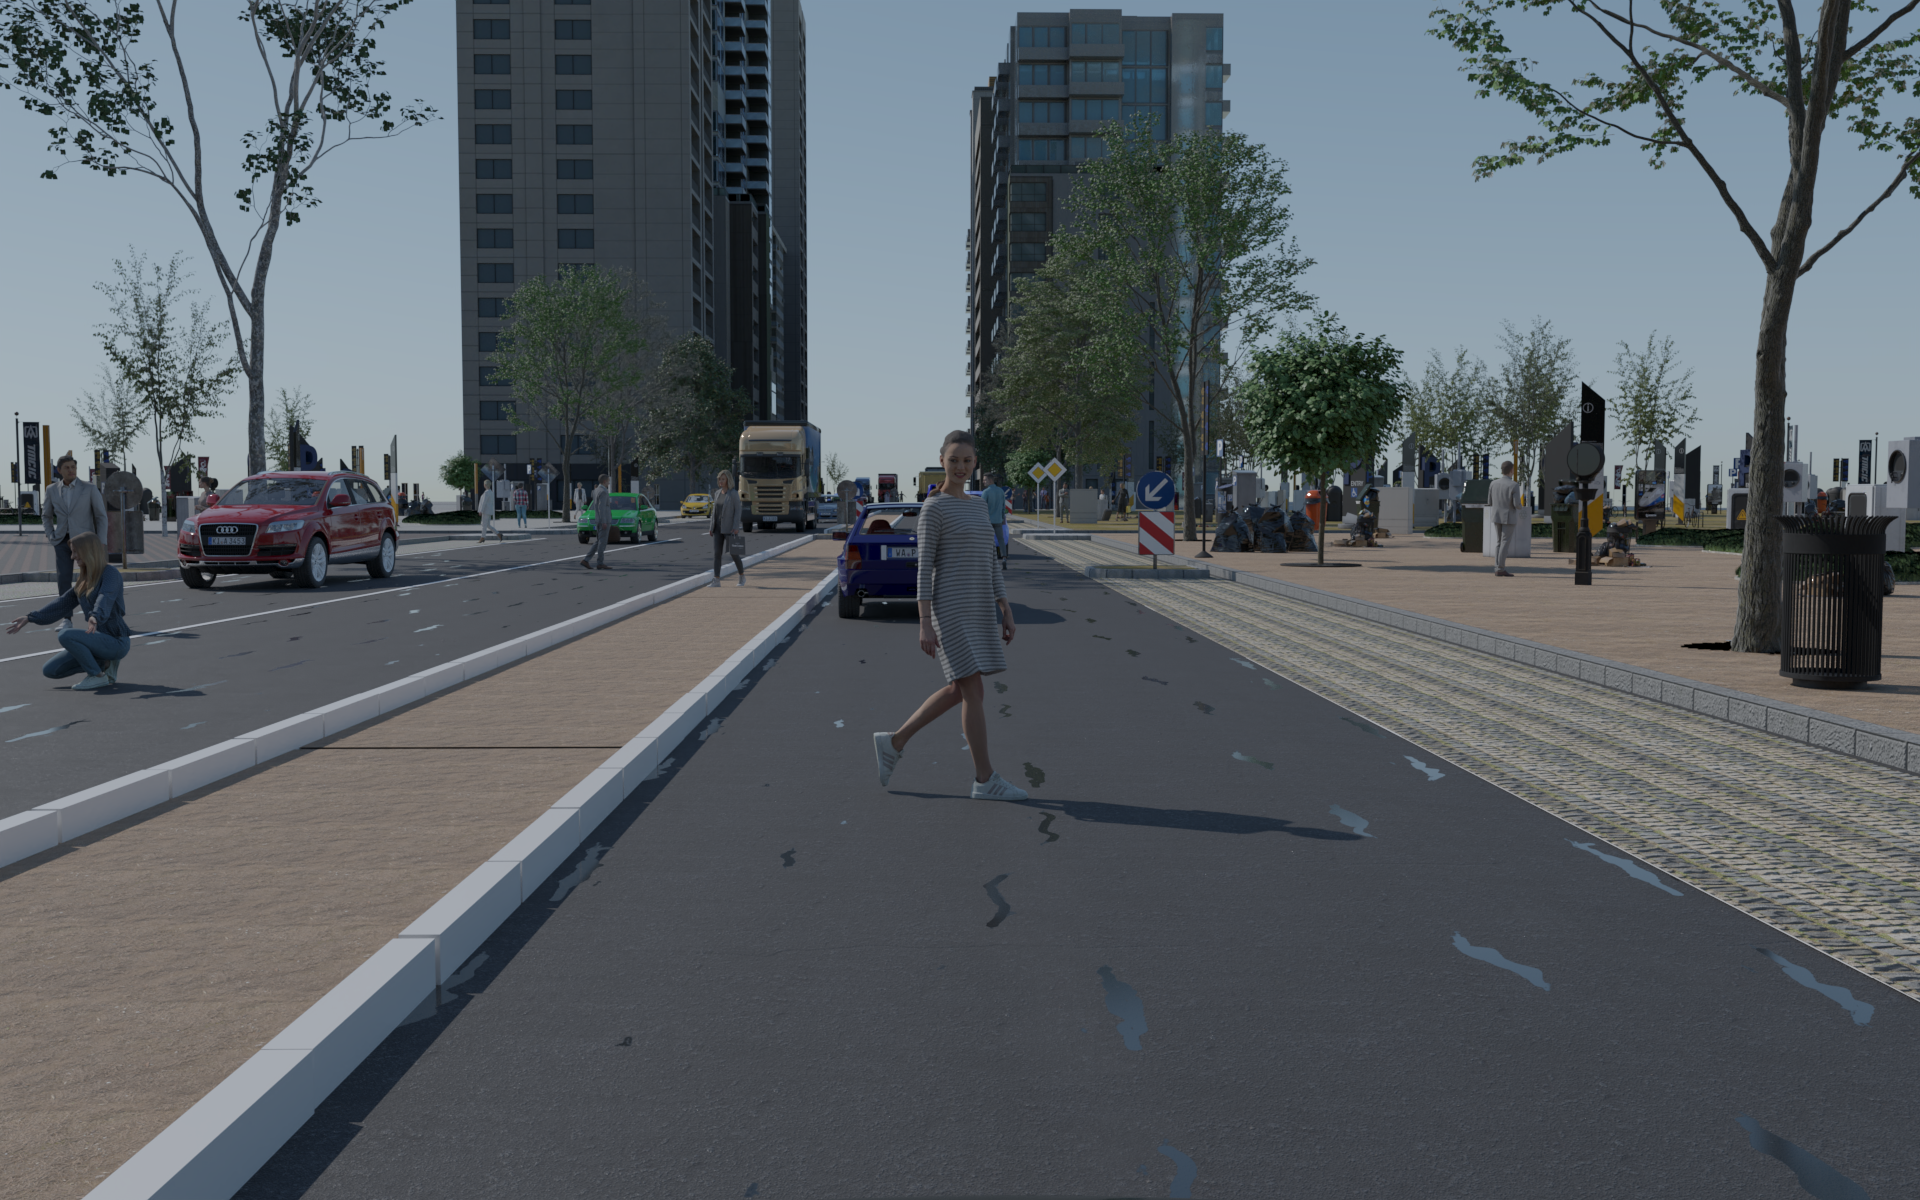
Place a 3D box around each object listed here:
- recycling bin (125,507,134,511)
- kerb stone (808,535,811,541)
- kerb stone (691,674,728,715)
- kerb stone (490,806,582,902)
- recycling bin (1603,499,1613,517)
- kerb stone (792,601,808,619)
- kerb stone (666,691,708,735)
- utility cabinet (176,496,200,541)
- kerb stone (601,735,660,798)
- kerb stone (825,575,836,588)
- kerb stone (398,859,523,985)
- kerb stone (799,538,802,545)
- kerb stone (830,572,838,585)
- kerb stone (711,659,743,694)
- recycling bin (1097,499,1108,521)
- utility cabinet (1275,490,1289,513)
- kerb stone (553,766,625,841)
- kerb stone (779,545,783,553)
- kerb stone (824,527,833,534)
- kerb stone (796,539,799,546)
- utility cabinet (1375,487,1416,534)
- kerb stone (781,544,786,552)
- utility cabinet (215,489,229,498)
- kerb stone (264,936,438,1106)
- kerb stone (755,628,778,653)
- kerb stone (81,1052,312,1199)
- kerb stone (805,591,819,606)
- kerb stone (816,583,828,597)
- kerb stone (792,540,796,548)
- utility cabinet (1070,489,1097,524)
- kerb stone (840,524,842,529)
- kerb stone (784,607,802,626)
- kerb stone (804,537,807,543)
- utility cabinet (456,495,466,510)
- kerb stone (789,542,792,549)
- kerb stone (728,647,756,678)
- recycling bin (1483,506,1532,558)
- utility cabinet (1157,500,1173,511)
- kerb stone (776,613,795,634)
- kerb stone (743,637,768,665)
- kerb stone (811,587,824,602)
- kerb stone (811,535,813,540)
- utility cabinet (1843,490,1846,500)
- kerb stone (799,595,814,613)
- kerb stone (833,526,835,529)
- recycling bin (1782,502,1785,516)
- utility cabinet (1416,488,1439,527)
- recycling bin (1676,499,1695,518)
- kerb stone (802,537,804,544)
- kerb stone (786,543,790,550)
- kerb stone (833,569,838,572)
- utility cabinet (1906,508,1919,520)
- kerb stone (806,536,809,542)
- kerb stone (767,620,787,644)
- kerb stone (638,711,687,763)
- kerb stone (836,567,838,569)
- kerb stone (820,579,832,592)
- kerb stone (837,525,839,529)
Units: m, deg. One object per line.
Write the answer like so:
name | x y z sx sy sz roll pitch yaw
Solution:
recycling bin | -40.992 -4.419 84.809 0.722 1.027 0.722 2 4 28
kerb stone | -4.596 -1.800 51.622 0.120 0.150 1.000 0 4 -1
kerb stone | -1.702 0.642 11.693 0.120 0.150 1.000 0 4 -1
kerb stone | -1.604 0.957 6.569 0.120 0.150 1.000 0 4 -1
recycling bin | 36.308 -5.207 97.687 0.722 1.027 0.722 0 4 -5
kerb stone | -1.870 0.148 19.910 0.120 0.150 1.000 0 4 -1
kerb stone | -1.690 0.705 10.667 0.120 0.150 1.000 0 4 -1
utility cabinet | -20.987 -2.232 47.654 1.020 1.237 0.306 -1 4 -22
kerb stone | -1.646 0.830 8.622 0.120 0.150 1.000 0 4 -1
kerb stone | -1.991 -0.234 26.053 0.120 0.150 1.000 0 4 -1
kerb stone | -1.585 1.018 5.546 0.120 0.150 1.000 0 4 -1
kerb stone | -4.514 -1.545 47.516 0.120 0.150 1.000 0 4 -1
kerb stone | -2.009 -0.298 27.075 0.120 0.150 1.000 0 4 -1
kerb stone | -1.725 0.579 12.733 0.120 0.150 1.000 0 4 -1
recycling bin | 6.598 -4.307 82.972 0.722 1.027 0.722 -2 4 -28
utility cabinet | 22.869 -7.023 123.504 1.173 1.500 0.318 -1 4 -13
kerb stone | -1.627 0.893 7.598 0.120 0.150 1.000 0 4 -1
kerb stone | -4.389 -1.163 41.368 0.120 0.150 1.000 0 4 -1
kerb stone | -4.827 -2.528 63.534 0.120 0.150 1.000 0 4 -1
kerb stone | -4.492 -1.482 46.494 0.120 0.150 1.000 0 4 -1
utility cabinet | 13.786 -2.833 55.000 1.173 1.500 0.318 3 5 44
kerb stone | -4.412 -1.235 42.390 0.120 0.150 1.000 0 4 -1
utility cabinet | -30.714 -3.925 72.857 0.318 1.500 1.173 2 4 26
kerb stone | -1.572 1.087 4.524 0.120 0.150 1.000 0 4 -1
kerb stone | -1.789 0.390 15.820 0.120 0.150 1.000 0 4 -1
kerb stone | -1.544 1.143 3.502 0.120 0.150 1.000 0 4 -1
kerb stone | -1.914 0.015 21.953 0.120 0.150 1.000 0 4 -1
kerb stone | -1.949 -0.101 24.004 0.120 0.150 1.000 0 4 -1
kerb stone | -4.472 -1.423 45.463 0.120 0.150 1.000 0 4 -1
utility cabinet | 5.295 -4.007 74.190 1.173 1.500 0.318 0 4 3
kerb stone | -4.953 -2.904 69.673 0.120 0.150 1.000 0 4 -1
kerb stone | -1.849 0.208 18.888 0.120 0.150 1.000 0 4 -1
kerb stone | -4.556 -1.670 49.568 0.120 0.150 1.000 0 4 -1
utility cabinet | -38.180 -7.423 132.529 0.306 1.237 1.020 -3 5 -45
kerb stone | -4.462 -1.360 44.434 0.120 0.150 1.000 0 4 -1
kerb stone | -1.752 0.516 13.761 0.120 0.150 1.000 0 4 -1
recycling bin | 11.101 -1.382 35.143 0.722 1.027 0.722 -1 4 -9
utility cabinet | 7.596 -3.398 64.236 0.318 1.500 1.173 -1 4 -9
kerb stone | -1.828 0.270 17.865 0.120 0.150 1.000 0 4 -1
kerb stone | -1.769 0.453 14.791 0.120 0.150 1.000 0 4 -1
kerb stone | -1.924 -0.040 22.982 0.120 0.150 1.000 0 4 -1
kerb stone | -4.611 -1.863 52.650 0.120 0.150 1.000 0 4 -1
utility cabinet | 45.032 -4.804 87.222 1.173 1.500 0.318 -1 4 -14
kerb stone | -1.888 0.079 20.931 0.120 0.150 1.000 0 4 -1
kerb stone | -4.847 -2.591 64.556 0.120 0.150 1.000 0 4 -1
recycling bin | 34.047 -3.655 72.319 0.722 1.027 0.722 2 4 30
utility cabinet | 17.845 -3.548 66.687 1.173 1.500 0.318 -1 4 -13
recycling bin | 38.501 -4.855 91.934 0.722 1.027 0.722 0 4 -6
kerb stone | -4.533 -1.611 48.541 0.120 0.150 1.000 0 4 -1
kerb stone | -4.433 -1.298 43.412 0.120 0.150 1.000 0 4 -1
kerb stone | -2.033 -0.358 28.101 0.120 0.150 1.000 0 4 -1
utility cabinet | 46.377 -4.470 84.252 1.020 1.237 0.306 -1 4 -13
kerb stone | -4.574 -1.733 50.597 0.120 0.150 1.000 0 4 -1
kerb stone | -1.803 0.327 16.843 0.120 0.150 1.000 0 4 -1
kerb stone | -1.666 0.768 9.645 0.120 0.150 1.000 0 4 -1
kerb stone | -2.057 -0.424 29.122 0.120 0.150 1.000 0 4 -1
kerb stone | -1.971 -0.173 25.028 0.120 0.150 1.000 0 4 -1
kerb stone | -4.918 -2.774 67.627 0.120 0.150 1.000 0 4 -1
